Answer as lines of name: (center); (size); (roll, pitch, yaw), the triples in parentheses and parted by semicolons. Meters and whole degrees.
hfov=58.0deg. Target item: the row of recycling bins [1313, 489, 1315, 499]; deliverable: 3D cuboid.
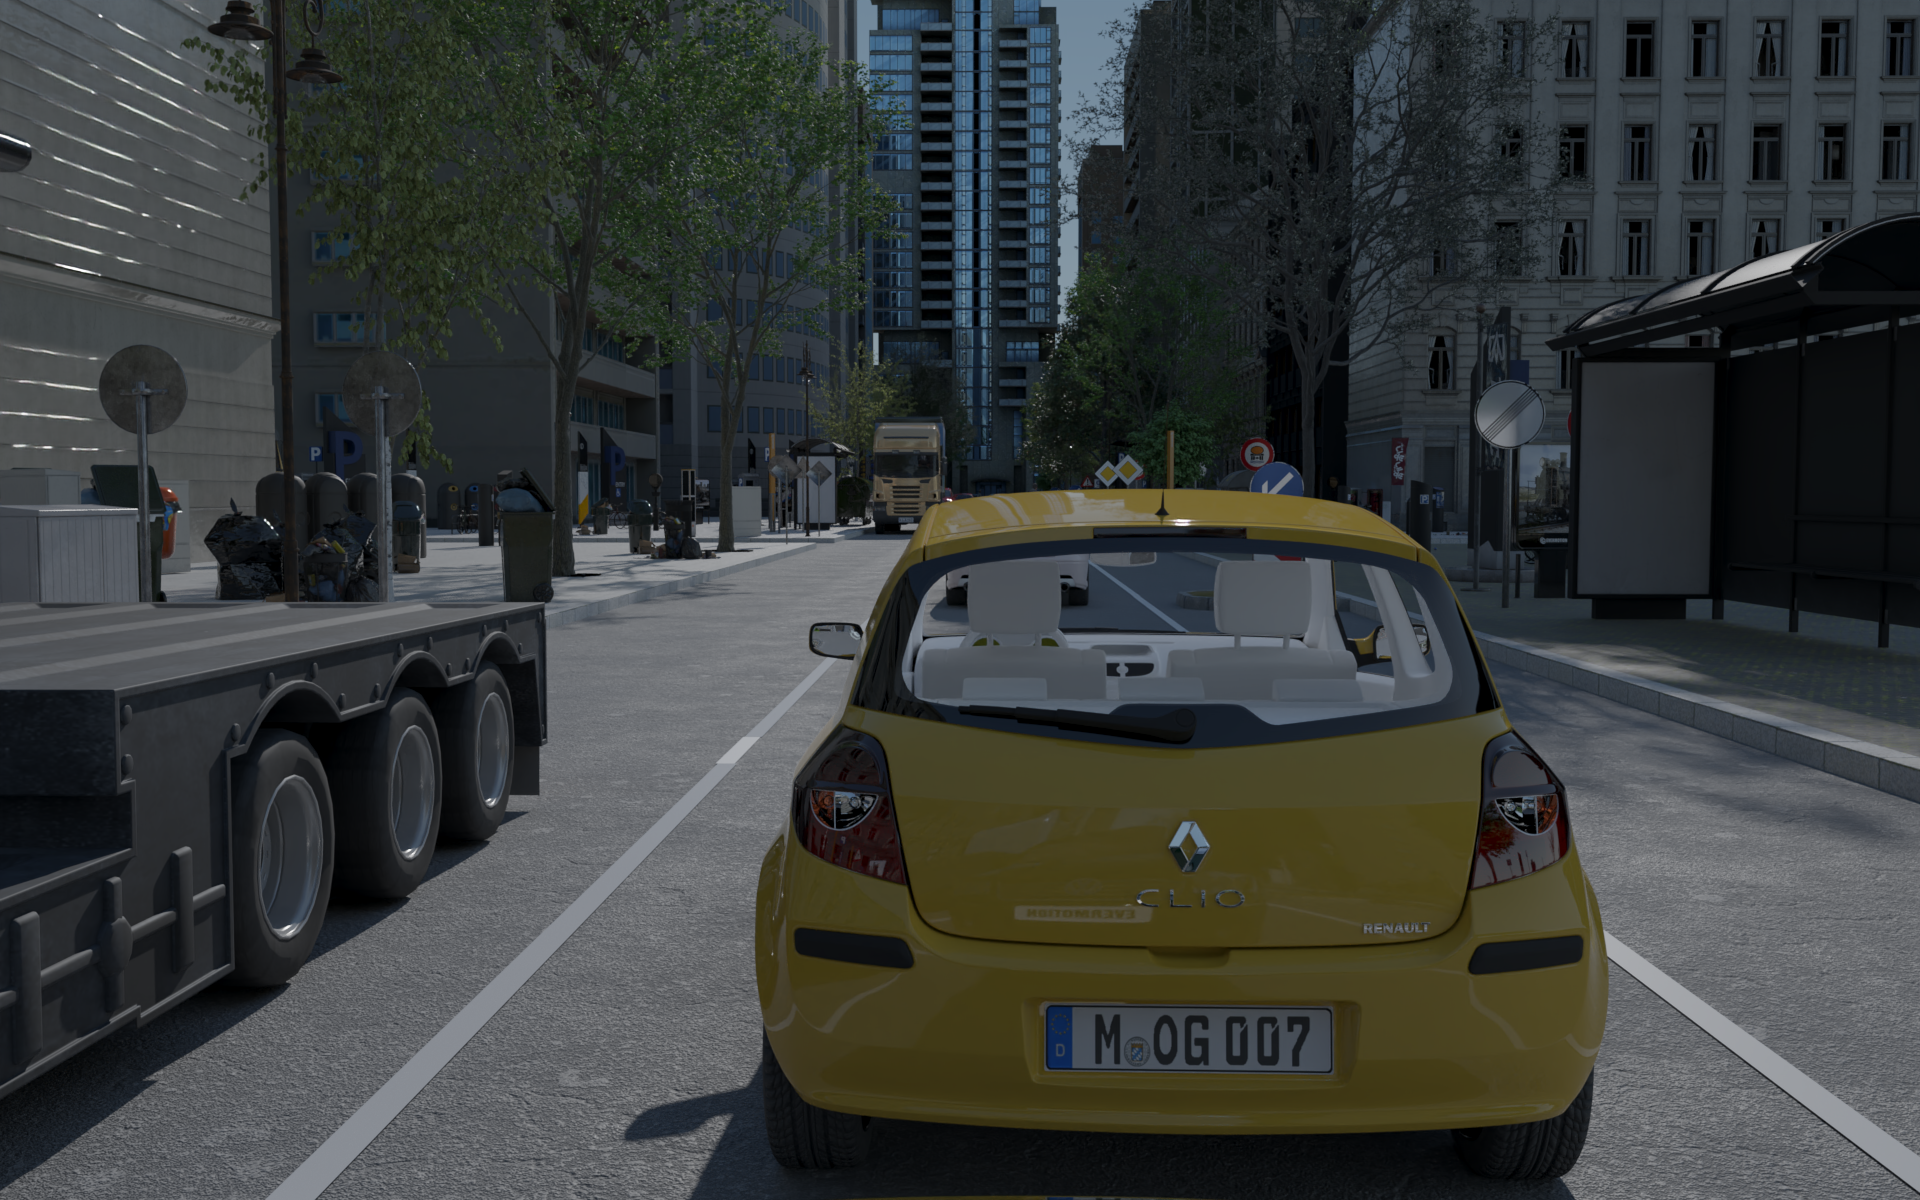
row of recycling bins: (11.448, -3.440, 63.362); (3.534, 1.692, 1.069); (-2, 4, -23)

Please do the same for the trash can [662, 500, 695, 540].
trash can: (-6.573, -1.763, 40.480); (0.748, 1.137, 0.748); (0, 3, 0)

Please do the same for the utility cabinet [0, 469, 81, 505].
utility cabinet: (-8.236, -0.421, 15.559); (1.173, 1.500, 0.318); (3, 5, 44)

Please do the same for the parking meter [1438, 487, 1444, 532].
parking meter: (16.000, -3.031, 57.960); (0.372, 1.533, 0.369); (0, 3, 0)

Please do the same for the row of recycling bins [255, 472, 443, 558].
row of recycling bins: (-11.859, -1.612, 33.472); (1.069, 1.692, 3.534); (2, 4, 35)

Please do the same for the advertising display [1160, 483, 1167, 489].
advertising display: (10.178, -4.824, 84.087); (0.974, 1.923, 0.123); (3, 4, 36)

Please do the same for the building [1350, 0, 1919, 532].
building: (24.008, -13.074, 62.917); (18.267, 20.994, 9.793); (0, 4, 1)

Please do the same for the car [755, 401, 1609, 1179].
car: (0.491, 0.315, 5.078); (2.015, 1.641, 3.980); (0, 4, 2)

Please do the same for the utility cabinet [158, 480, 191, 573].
utility cabinet: (-12.872, -1.158, 27.619); (0.318, 1.500, 1.173); (2, 4, 23)

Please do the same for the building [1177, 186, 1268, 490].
building: (20.223, -16.411, 117.479); (9.793, 20.994, 18.267); (0, 4, 1)

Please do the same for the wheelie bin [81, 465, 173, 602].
wheelie bin: (-9.038, -0.658, 18.671); (0.693, 1.594, 0.980); (3, 5, 44)

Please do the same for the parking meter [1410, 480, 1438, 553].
parking meter: (8.294, -1.393, 31.184); (0.372, 1.533, 0.369); (0, 3, 0)

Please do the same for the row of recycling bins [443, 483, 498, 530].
row of recycling bins: (-17.203, -3.420, 63.032); (3.534, 1.692, 1.069); (-1, 4, -11)

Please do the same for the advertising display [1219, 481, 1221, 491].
advertising display: (13.515, -5.023, 87.344); (0.974, 1.923, 0.123); (0, 4, 7)

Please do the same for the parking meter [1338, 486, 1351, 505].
parking meter: (11.488, -2.654, 51.808); (0.372, 1.533, 0.369); (0, 3, 0)

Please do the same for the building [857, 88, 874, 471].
building: (-16.966, -32.860, 187.378); (14.200, 45.320, 14.600); (0, 4, 1)

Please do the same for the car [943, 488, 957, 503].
car: (-1.275, -5.836, 104.094); (2.281, 1.827, 5.304); (0, 4, 2)

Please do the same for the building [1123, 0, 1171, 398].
building: (27.215, -33.286, 167.924); (21.300, 48.544, 21.600); (0, 4, 1)

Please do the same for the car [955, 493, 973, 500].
car: (0.346, -8.035, 140.405); (2.155, 1.783, 4.494); (0, 4, 0)

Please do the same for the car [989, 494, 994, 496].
car: (3.459, -9.787, 170.240); (2.015, 1.641, 3.980); (0, 4, 1)

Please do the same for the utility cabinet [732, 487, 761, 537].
utility cabinet: (-6.489, -2.638, 51.803); (0.318, 1.500, 1.173); (3, 5, 41)

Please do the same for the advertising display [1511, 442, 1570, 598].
advertising display: (7.287, -0.987, 21.347); (0.974, 1.923, 0.123); (0, 4, -8)

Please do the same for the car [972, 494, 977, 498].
car: (1.293, -10.518, 183.978); (2.014, 1.417, 4.499); (0, 4, 1)

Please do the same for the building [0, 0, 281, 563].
building: (-35.714, -15.358, 27.521); (44.131, 29.872, 17.030); (0, 4, 1)

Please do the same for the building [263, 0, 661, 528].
building: (-25.787, -27.577, 74.581); (21.300, 48.544, 21.600); (0, 4, 1)

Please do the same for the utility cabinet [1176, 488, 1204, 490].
utility cabinet: (8.674, -3.495, 65.816); (1.173, 1.500, 0.318); (-2, 4, -26)

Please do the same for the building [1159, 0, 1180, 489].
building: (26.720, -43.265, 145.636); (20.563, 71.187, 20.611); (0, 4, 1)

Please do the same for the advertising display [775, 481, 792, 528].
advertising display: (-6.794, -3.735, 66.283); (0.123, 1.923, 0.974); (3, 4, 37)

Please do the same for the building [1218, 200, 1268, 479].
building: (20.753, -14.283, 98.159); (10.561, 19.102, 19.286); (0, 4, 1)

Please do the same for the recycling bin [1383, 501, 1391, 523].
recycling bin: (14.320, -2.850, 59.145); (0.722, 1.027, 0.722); (1, 4, 11)

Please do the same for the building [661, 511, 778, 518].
building: (-18.829, -34.555, 106.979); (21.231, 58.520, 28.212); (0, 4, 1)

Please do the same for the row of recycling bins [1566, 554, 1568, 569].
row of recycling bins: (11.303, -1.311, 28.547); (1.069, 1.692, 3.534); (-1, 4, -23)

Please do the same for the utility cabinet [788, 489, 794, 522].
utility cabinet: (-7.632, -4.304, 79.048); (1.173, 1.500, 0.318); (3, 5, 41)

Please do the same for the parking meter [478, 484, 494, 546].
parking meter: (-11.689, -2.097, 42.704); (0.372, 1.533, 0.369); (0, 3, 0)

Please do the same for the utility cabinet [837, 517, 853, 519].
utility cabinet: (-6.043, -4.865, 90.698); (1.020, 1.237, 0.306); (3, 5, 43)

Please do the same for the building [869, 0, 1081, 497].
building: (0.148, -56.007, 228.390); (31.000, 86.520, 22.319); (0, 4, 1)

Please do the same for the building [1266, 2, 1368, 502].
building: (21.671, -15.339, 80.478); (12.332, 23.373, 15.834); (0, 4, 1)

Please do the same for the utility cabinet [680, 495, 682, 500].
utility cabinet: (-12.381, -4.198, 79.803); (1.020, 1.237, 0.306); (1, 4, 19)

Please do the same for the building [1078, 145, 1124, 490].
building: (22.655, -35.170, 225.141); (14.200, 45.320, 14.600); (0, 4, 1)

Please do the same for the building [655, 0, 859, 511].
building: (-21.372, -38.154, 165.809); (21.231, 58.520, 28.212); (0, 4, 1)

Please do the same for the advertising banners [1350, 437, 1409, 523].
advertising banners: (12.870, -3.525, 53.818); (2.074, 3.025, 0.090); (1, 4, 22)

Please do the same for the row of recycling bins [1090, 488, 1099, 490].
row of recycling bins: (9.470, -6.605, 115.100); (1.069, 1.692, 3.534); (2, 4, 27)

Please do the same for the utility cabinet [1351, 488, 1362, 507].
utility cabinet: (13.895, -3.210, 61.161); (0.318, 1.500, 1.173); (2, 4, 28)

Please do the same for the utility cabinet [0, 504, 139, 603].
utility cabinet: (-5.133, 0.071, 10.002); (0.306, 1.237, 1.020); (0, 4, 3)

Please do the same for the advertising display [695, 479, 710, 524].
advertising display: (-11.125, -4.188, 73.687); (0.974, 1.923, 0.123); (-1, 4, -15)

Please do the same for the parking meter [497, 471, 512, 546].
parking meter: (-11.245, -2.270, 42.831); (0.255, 1.863, 0.399); (1, 4, 10)
